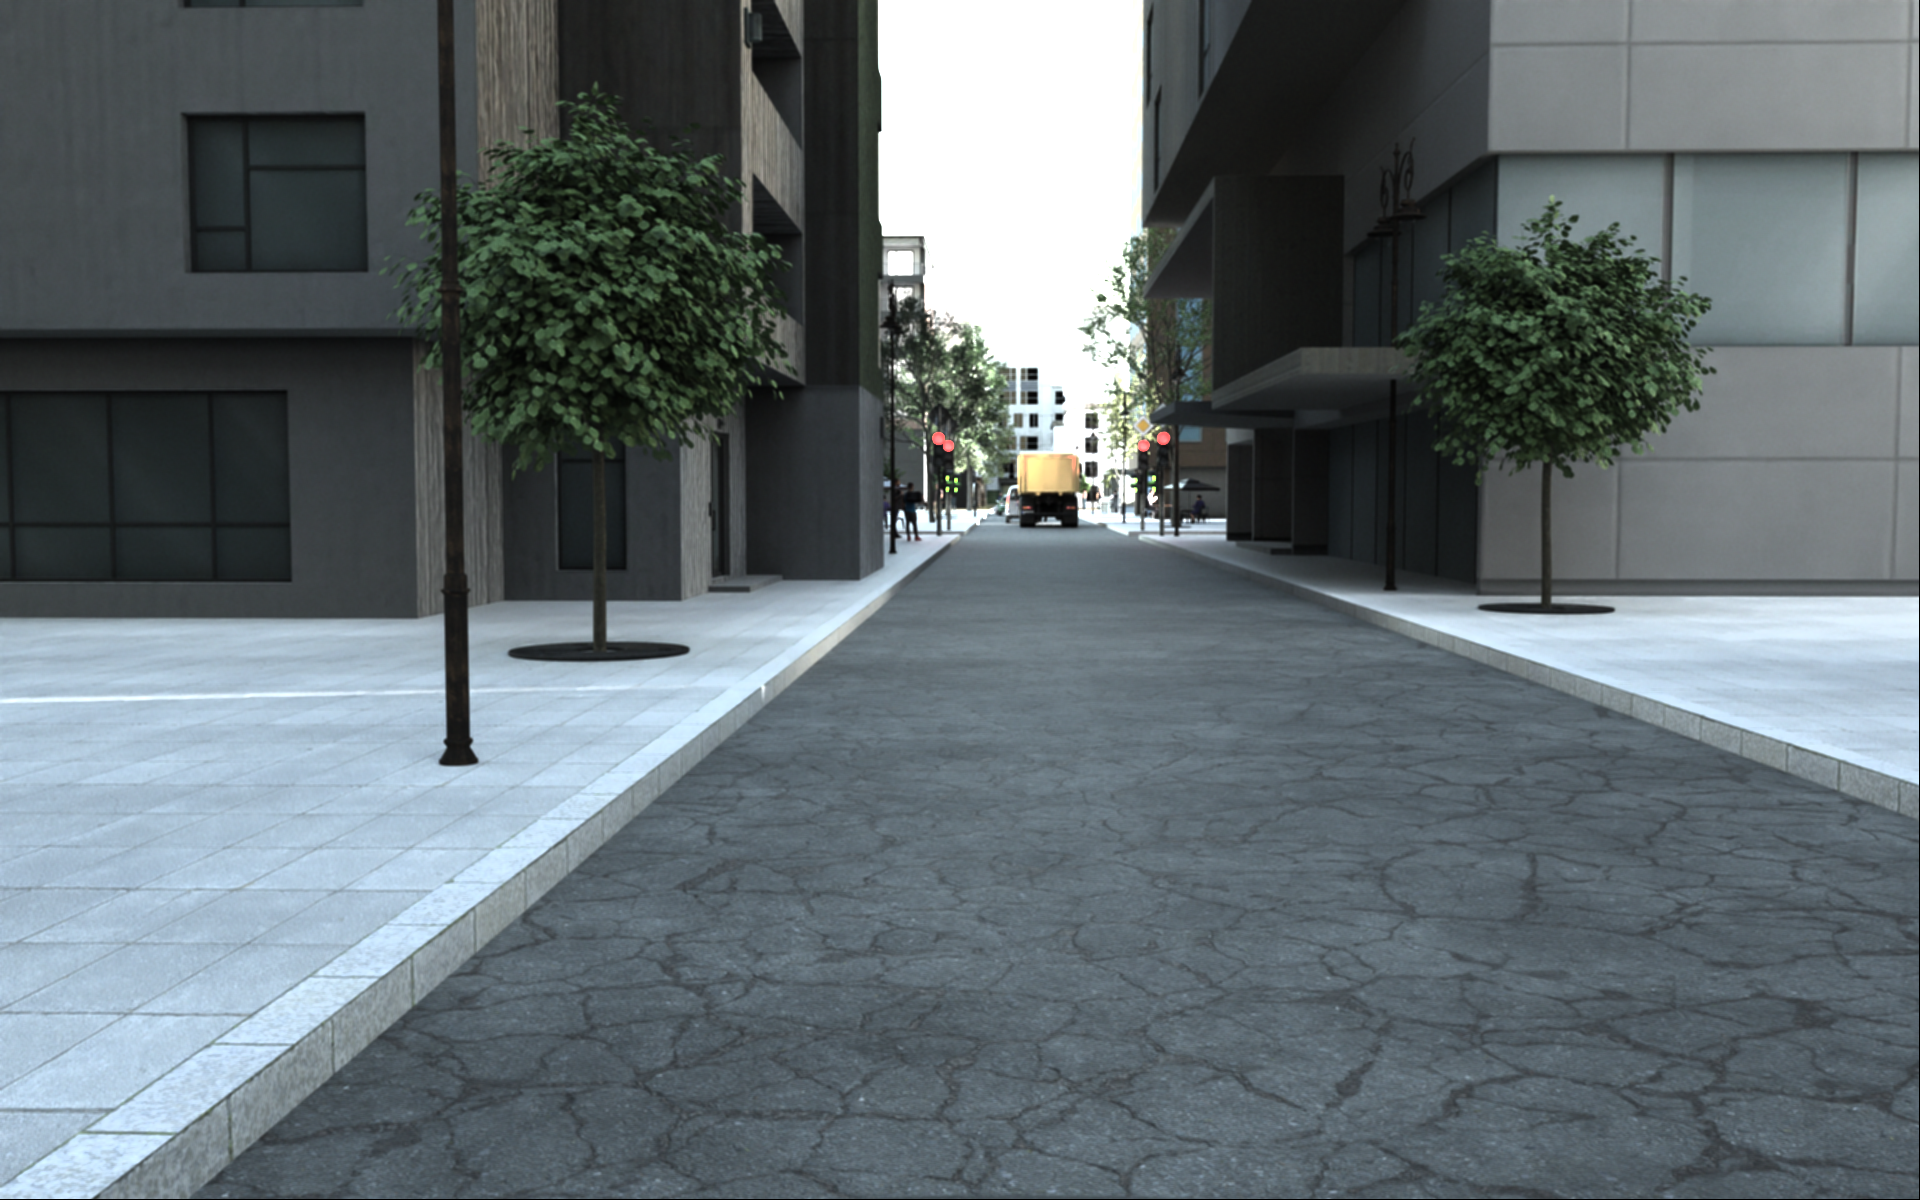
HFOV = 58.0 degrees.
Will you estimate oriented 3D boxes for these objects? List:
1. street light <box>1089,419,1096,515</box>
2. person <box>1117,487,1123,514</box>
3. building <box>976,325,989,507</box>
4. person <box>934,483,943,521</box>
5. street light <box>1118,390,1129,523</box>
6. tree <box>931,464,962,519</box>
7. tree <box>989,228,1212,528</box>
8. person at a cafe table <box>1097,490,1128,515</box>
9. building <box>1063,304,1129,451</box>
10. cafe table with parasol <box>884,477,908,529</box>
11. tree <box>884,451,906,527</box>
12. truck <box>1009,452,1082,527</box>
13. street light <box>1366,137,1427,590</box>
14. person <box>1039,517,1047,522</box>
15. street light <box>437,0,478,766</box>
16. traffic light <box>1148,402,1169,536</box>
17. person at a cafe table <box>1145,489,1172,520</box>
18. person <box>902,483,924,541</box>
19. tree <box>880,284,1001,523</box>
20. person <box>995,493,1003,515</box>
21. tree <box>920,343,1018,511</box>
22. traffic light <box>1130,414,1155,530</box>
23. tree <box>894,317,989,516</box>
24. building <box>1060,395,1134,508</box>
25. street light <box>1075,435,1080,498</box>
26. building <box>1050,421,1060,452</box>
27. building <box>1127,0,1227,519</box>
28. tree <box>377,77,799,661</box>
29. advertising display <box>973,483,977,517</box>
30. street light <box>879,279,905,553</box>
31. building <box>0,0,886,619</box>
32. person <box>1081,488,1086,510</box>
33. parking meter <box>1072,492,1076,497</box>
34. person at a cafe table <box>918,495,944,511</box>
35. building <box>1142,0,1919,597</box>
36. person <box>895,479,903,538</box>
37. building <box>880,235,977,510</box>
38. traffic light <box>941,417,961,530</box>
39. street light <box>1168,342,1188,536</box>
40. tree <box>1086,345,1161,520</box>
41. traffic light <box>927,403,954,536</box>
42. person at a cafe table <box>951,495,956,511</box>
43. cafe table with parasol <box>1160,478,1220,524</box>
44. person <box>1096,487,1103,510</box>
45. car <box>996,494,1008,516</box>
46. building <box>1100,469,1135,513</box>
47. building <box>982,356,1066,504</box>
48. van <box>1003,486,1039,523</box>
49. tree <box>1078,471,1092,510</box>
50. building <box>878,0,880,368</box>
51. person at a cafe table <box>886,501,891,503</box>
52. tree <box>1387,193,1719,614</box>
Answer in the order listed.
[{"bbox_3d":[8.179,-8.177,106.477,0.468,5.910,1.993,0,4,2],"label":"street light"},{"bbox_3d":[10.133,-6.316,110.038,0.376,1.734,0.841,1,4,22],"label":"person"},{"bbox_3d":[-2.286,-21.326,205.104,11.380,20.091,16.016,0,4,2],"label":"building"},{"bbox_3d":[-1.094,-4.722,83.381,0.434,1.807,0.598,-1,4,-17],"label":"person"},{"bbox_3d":[7.335,-6.391,77.275,0.468,5.910,1.993,0,4,2],"label":"street light"},{"bbox_3d":[-0.573,-5.876,90.678,1.663,3.219,1.824,0,3,0],"label":"tree"},{"bbox_3d":[8.123,-8.589,66.184,9.928,11.665,9.643,0,3,0],"label":"tree"},{"bbox_3d":[9.538,-6.041,107.285,1.698,1.524,1.622,-1,4,-10],"label":"person at a cafe table"},{"bbox_3d":[18.709,-19.692,178.377,16.016,20.091,11.380,0,4,2],"label":"building"},{"bbox_3d":[-2.934,-3.575,63.319,2.610,1.966,2.610,-3,5,-41],"label":"cafe table with parasol"},{"bbox_3d":[-3.150,-4.498,68.136,1.663,3.219,1.824,0,3,0],"label":"tree"},{"bbox_3d":[3.930,-5.030,78.172,3.469,3.379,9.791,0,4,2],"label":"truck"},{"bbox_3d":[5.744,-3.068,22.949,0.468,5.910,1.993,0,4,2],"label":"street light"},{"bbox_3d":[4.295,-4.917,89.587,0.565,1.739,0.600,-3,5,-45],"label":"person"},{"bbox_3d":[-2.390,-2.158,8.078,0.468,5.910,1.993,0,4,2],"label":"street light"},{"bbox_3d":[6.195,-3.930,53.178,0.839,4.253,0.868,0,4,2],"label":"traffic light"},{"bbox_3d":[9.837,-4.756,86.275,1.622,1.524,1.698,0,4,-3],"label":"person at a cafe table"},{"bbox_3d":[-1.281,-2.430,47.641,0.647,1.594,0.662,1,4,13],"label":"person"},{"bbox_3d":[-1.586,-8.760,77.634,7.601,10.594,8.767,1,4,10],"label":"tree"},{"bbox_3d":[2.815,-6.609,119.252,0.600,1.496,0.574,2,4,30],"label":"person"},{"bbox_3d":[0.322,-12.980,130.348,7.486,12.596,7.792,0,3,0],"label":"tree"},{"bbox_3d":[6.439,-4.418,61.160,0.839,4.253,0.868,0,4,2],"label":"traffic light"},{"bbox_3d":[-0.552,-10.737,101.307,9.928,11.665,9.643,0,3,0],"label":"tree"},{"bbox_3d":[14.422,-13.271,159.130,9.099,9.664,28.070,0,4,2],"label":"building"},{"bbox_3d":[9.189,-9.977,135.906,0.468,5.910,1.993,0,4,2],"label":"street light"},{"bbox_3d":[15.203,-15.679,198.500,9.099,9.664,28.070,0,4,2],"label":"building"},{"bbox_3d":[16.776,-27.236,95.423,14.600,45.320,14.200,0,4,2],"label":"building"},{"bbox_3d":[-2.991,-1.842,13.833,4.285,4.588,4.351,0,3,0],"label":"tree"},{"bbox_3d":[0.835,-5.612,96.962,0.123,1.923,0.974,0,4,-6],"label":"advertising display"},{"bbox_3d":[-1.459,-3.952,37.406,0.468,5.910,1.993,0,4,2],"label":"street light"},{"bbox_3d":[-8.567,-15.366,22.944,14.160,30.474,14.107,0,4,2],"label":"building"},{"bbox_3d":[9.941,-8.129,139.664,0.721,1.736,1.217,-1,4,-12],"label":"person"},{"bbox_3d":[8.398,-7.496,128.276,0.255,1.863,0.399,1,4,18],"label":"parking meter"},{"bbox_3d":[-2.041,-6.486,116.910,1.726,1.238,1.698,0,4,7],"label":"person at a cafe table"},{"bbox_3d":[18.028,-27.176,33.574,28.713,52.752,27.495,0,4,2],"label":"building"},{"bbox_3d":[-1.816,-2.674,50.583,0.431,1.722,0.655,0,4,1],"label":"person"},{"bbox_3d":[-12.829,-18.925,153.391,27.936,21.610,32.646,0,4,2],"label":"building"},{"bbox_3d":[-0.380,-4.430,61.351,0.839,4.253,0.868,0,4,2],"label":"traffic light"},{"bbox_3d":[6.613,-4.886,52.674,0.468,5.910,1.993,0,4,2],"label":"street light"},{"bbox_3d":[8.096,-8.298,86.035,4.737,8.622,4.395,0,3,0],"label":"tree"},{"bbox_3d":[-0.624,-3.942,53.370,0.839,4.253,0.868,0,4,2],"label":"traffic light"},{"bbox_3d":[-0.837,-7.197,128.536,1.698,1.238,1.726,-2,4,-26],"label":"person at a cafe table"},{"bbox_3d":[9.982,-4.308,75.307,2.610,1.966,2.610,2,4,32],"label":"cafe table with parasol"},{"bbox_3d":[11.183,-8.084,138.236,0.705,1.822,1.348,2,4,32],"label":"person"},{"bbox_3d":[3.469,-6.391,116.289,2.131,1.459,4.920,0,4,2],"label":"car"},{"bbox_3d":[26.511,-26.328,122.341,32.217,40.220,23.993,0,4,2],"label":"building"},{"bbox_3d":[3.491,-22.230,229.913,31.486,18.905,16.747,0,4,2],"label":"building"},{"bbox_3d":[3.131,-4.880,86.795,2.013,2.044,4.112,0,4,3],"label":"van"},{"bbox_3d":[10.209,-9.103,143.439,1.663,3.219,1.824,0,3,0],"label":"tree"},{"bbox_3d":[-13.364,-25.701,43.915,21.600,48.544,21.300,0,4,2],"label":"building"},{"bbox_3d":[-6.376,-7.507,133.597,1.726,1.238,1.698,-2,4,-32],"label":"person at a cafe table"},{"bbox_3d":[6.488,-2.167,19.139,4.285,4.588,4.351,0,3,0],"label":"tree"}]
